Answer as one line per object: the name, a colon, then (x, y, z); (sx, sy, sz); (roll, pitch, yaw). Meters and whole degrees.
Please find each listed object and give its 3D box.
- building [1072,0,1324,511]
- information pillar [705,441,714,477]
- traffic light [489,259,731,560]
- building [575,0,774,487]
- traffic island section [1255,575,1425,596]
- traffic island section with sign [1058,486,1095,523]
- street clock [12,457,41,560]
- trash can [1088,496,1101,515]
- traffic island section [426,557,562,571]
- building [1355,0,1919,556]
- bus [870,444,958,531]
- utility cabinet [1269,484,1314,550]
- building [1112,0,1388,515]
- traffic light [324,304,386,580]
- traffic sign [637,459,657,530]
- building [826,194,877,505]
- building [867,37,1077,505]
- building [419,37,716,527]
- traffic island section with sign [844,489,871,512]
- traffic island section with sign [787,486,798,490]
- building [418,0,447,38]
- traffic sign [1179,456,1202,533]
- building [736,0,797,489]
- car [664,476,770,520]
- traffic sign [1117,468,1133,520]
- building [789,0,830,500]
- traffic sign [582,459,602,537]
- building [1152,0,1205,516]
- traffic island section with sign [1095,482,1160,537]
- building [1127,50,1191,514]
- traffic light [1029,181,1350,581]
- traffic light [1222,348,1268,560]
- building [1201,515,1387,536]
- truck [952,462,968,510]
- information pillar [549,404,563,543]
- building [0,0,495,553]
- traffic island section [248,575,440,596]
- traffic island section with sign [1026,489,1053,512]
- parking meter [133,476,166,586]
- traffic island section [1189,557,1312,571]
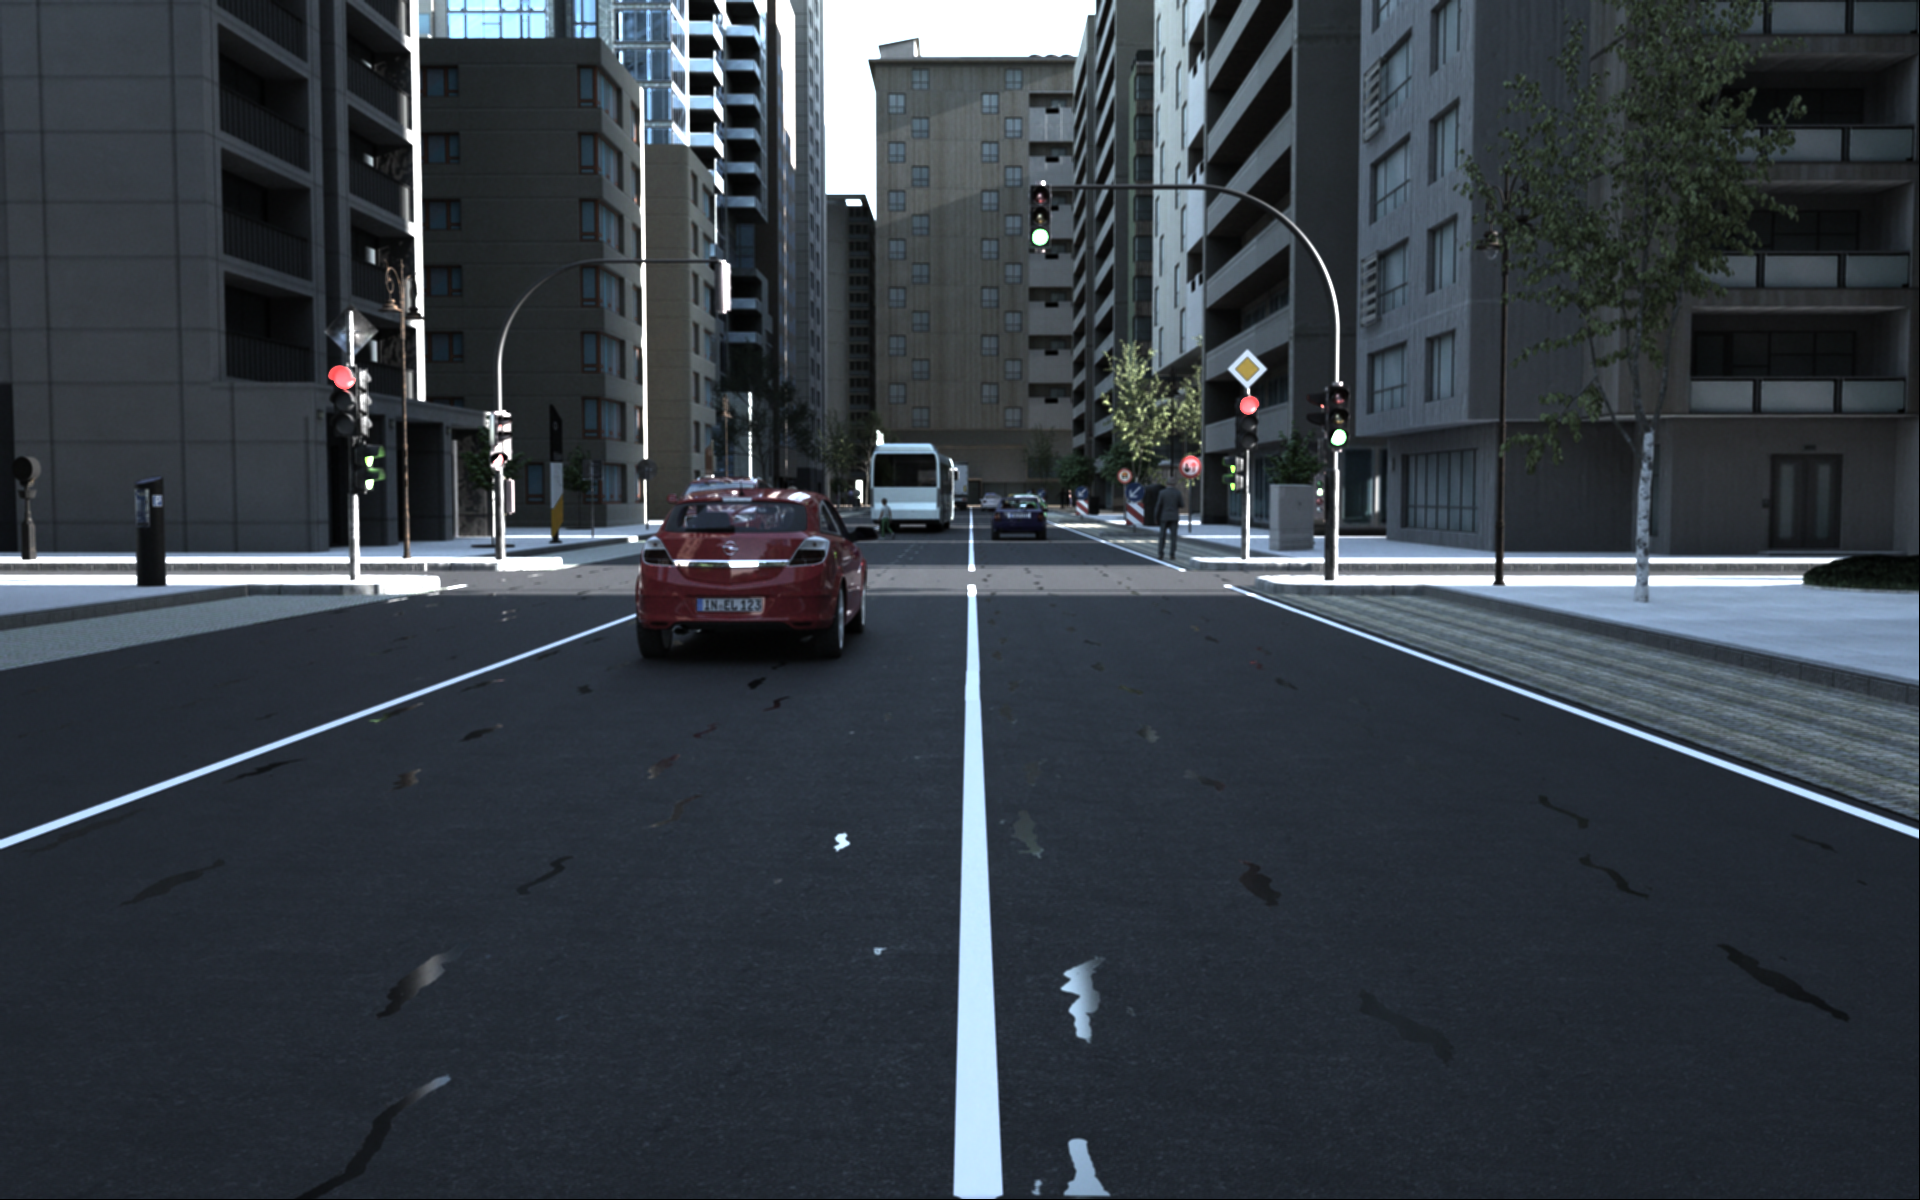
building: (22.325, -33.395, 169.709); (21.300, 48.544, 21.600); (0, 4, 0)
information pillar: (-10.982, -5.179, 76.028); (0.504, 3.616, 0.183); (3, 5, 43)
traffic light: (-6.845, -3.608, 33.664); (4.771, 5.953, 1.251); (0, 4, 0)
building: (-24.368, -49.534, 122.558); (22.319, 86.520, 31.000); (0, 4, 0)
traffic island section: (5.514, -0.209, 25.696); (2.009, 0.180, 2.903); (0, 4, 0)
traffic island section with sign: (5.896, -4.728, 85.939); (1.989, 1.847, 2.006); (0, 4, 0)
street clock: (-18.100, -1.777, 33.621); (0.471, 2.002, 0.358); (1, 4, 13)
trash can: (8.263, -5.797, 106.433); (0.748, 1.137, 0.748); (0, 3, 0)
traffic island section: (-8.977, -0.703, 33.777); (2.009, 0.180, 2.903); (0, 4, 0)
building: (17.835, -21.815, 40.264); (14.086, 41.232, 14.154); (0, 4, 0)
bus: (-1.754, -4.580, 69.750); (2.948, 3.499, 13.247); (0, 4, 2)
utility cabinet: (7.547, -1.875, 39.342); (1.173, 1.500, 0.318); (-3, 4, -38)
building: (21.762, -31.198, 133.791); (21.300, 48.544, 21.600); (0, 4, 0)
traffic light: (-8.987, -2.247, 25.657); (0.839, 4.253, 0.868); (0, 4, 0)
traffic sign: (-11.260, -3.804, 62.296); (0.768, 2.556, 0.104); (0, 4, 6)
building: (-22.251, -31.786, 211.580); (23.993, 40.220, 32.217); (0, 4, 0)
building: (3.480, -37.912, 209.093); (27.495, 52.752, 28.713); (0, 4, 0)
building: (-27.312, -14.396, 80.417); (27.650, 21.520, 28.899); (0, 4, 0)
traffic island section with sign: (-8.001, -7.762, 135.532); (1.989, 1.847, 2.006); (0, 4, 0)
traffic island section with sign: (-8.321, -4.743, 86.183); (1.989, 1.847, 2.006); (0, 4, 0)
building: (-49.656, -33.640, 169.619); (30.456, 49.044, 23.786); (0, 4, 0)
traffic sign: (7.649, -3.514, 57.559); (0.768, 2.556, 0.104); (0, 4, 6)
building: (-21.539, -30.373, 146.703); (14.600, 45.320, 14.200); (0, 4, 0)
car: (-5.060, -1.757, 37.401); (2.281, 1.827, 5.304); (0, 4, 1)
traffic sign: (8.106, -5.206, 85.224); (0.768, 2.556, 0.104); (1, 4, 8)
building: (-24.113, -44.775, 170.327); (20.611, 71.187, 20.563); (0, 4, 0)
traffic sign: (-10.864, -3.001, 51.189); (0.606, 2.300, 0.079); (0, 4, 2)
building: (25.299, -30.877, 94.084); (28.713, 52.752, 27.495); (0, 4, 0)
traffic island section with sign: (5.725, -3.048, 58.463); (1.989, 1.847, 2.006); (0, 4, 0)
building: (18.141, -21.091, 116.545); (14.160, 30.474, 14.107); (0, 4, 0)
traffic light: (3.381, -3.106, 25.454); (4.771, 5.953, 1.251); (0, 4, 0)
traffic light: (5.524, -2.731, 33.567); (0.839, 4.253, 0.868); (0, 4, 0)
building: (20.830, -26.792, 61.753); (21.300, 48.544, 21.600); (0, 4, 0)
truck: (-0.578, -10.302, 157.349); (2.839, 4.237, 11.283); (0, 4, -1)
information pillar: (-10.556, -3.299, 45.293); (0.183, 3.616, 0.504); (1, 4, 18)
building: (-24.273, -37.183, 46.188); (20.563, 71.187, 20.611); (0, 4, 0)
traffic island section: (-9.027, -0.215, 25.792); (2.009, 0.180, 2.903); (0, 4, 0)
traffic island section with sign: (6.211, -7.756, 135.434); (1.989, 1.847, 2.006); (0, 4, 0)
parking meter: (-11.307, -0.964, 24.181); (0.372, 1.533, 0.369); (0, 3, 0)
traffic island section: (5.564, -0.697, 33.681); (2.009, 0.180, 2.903); (0, 4, 0)
